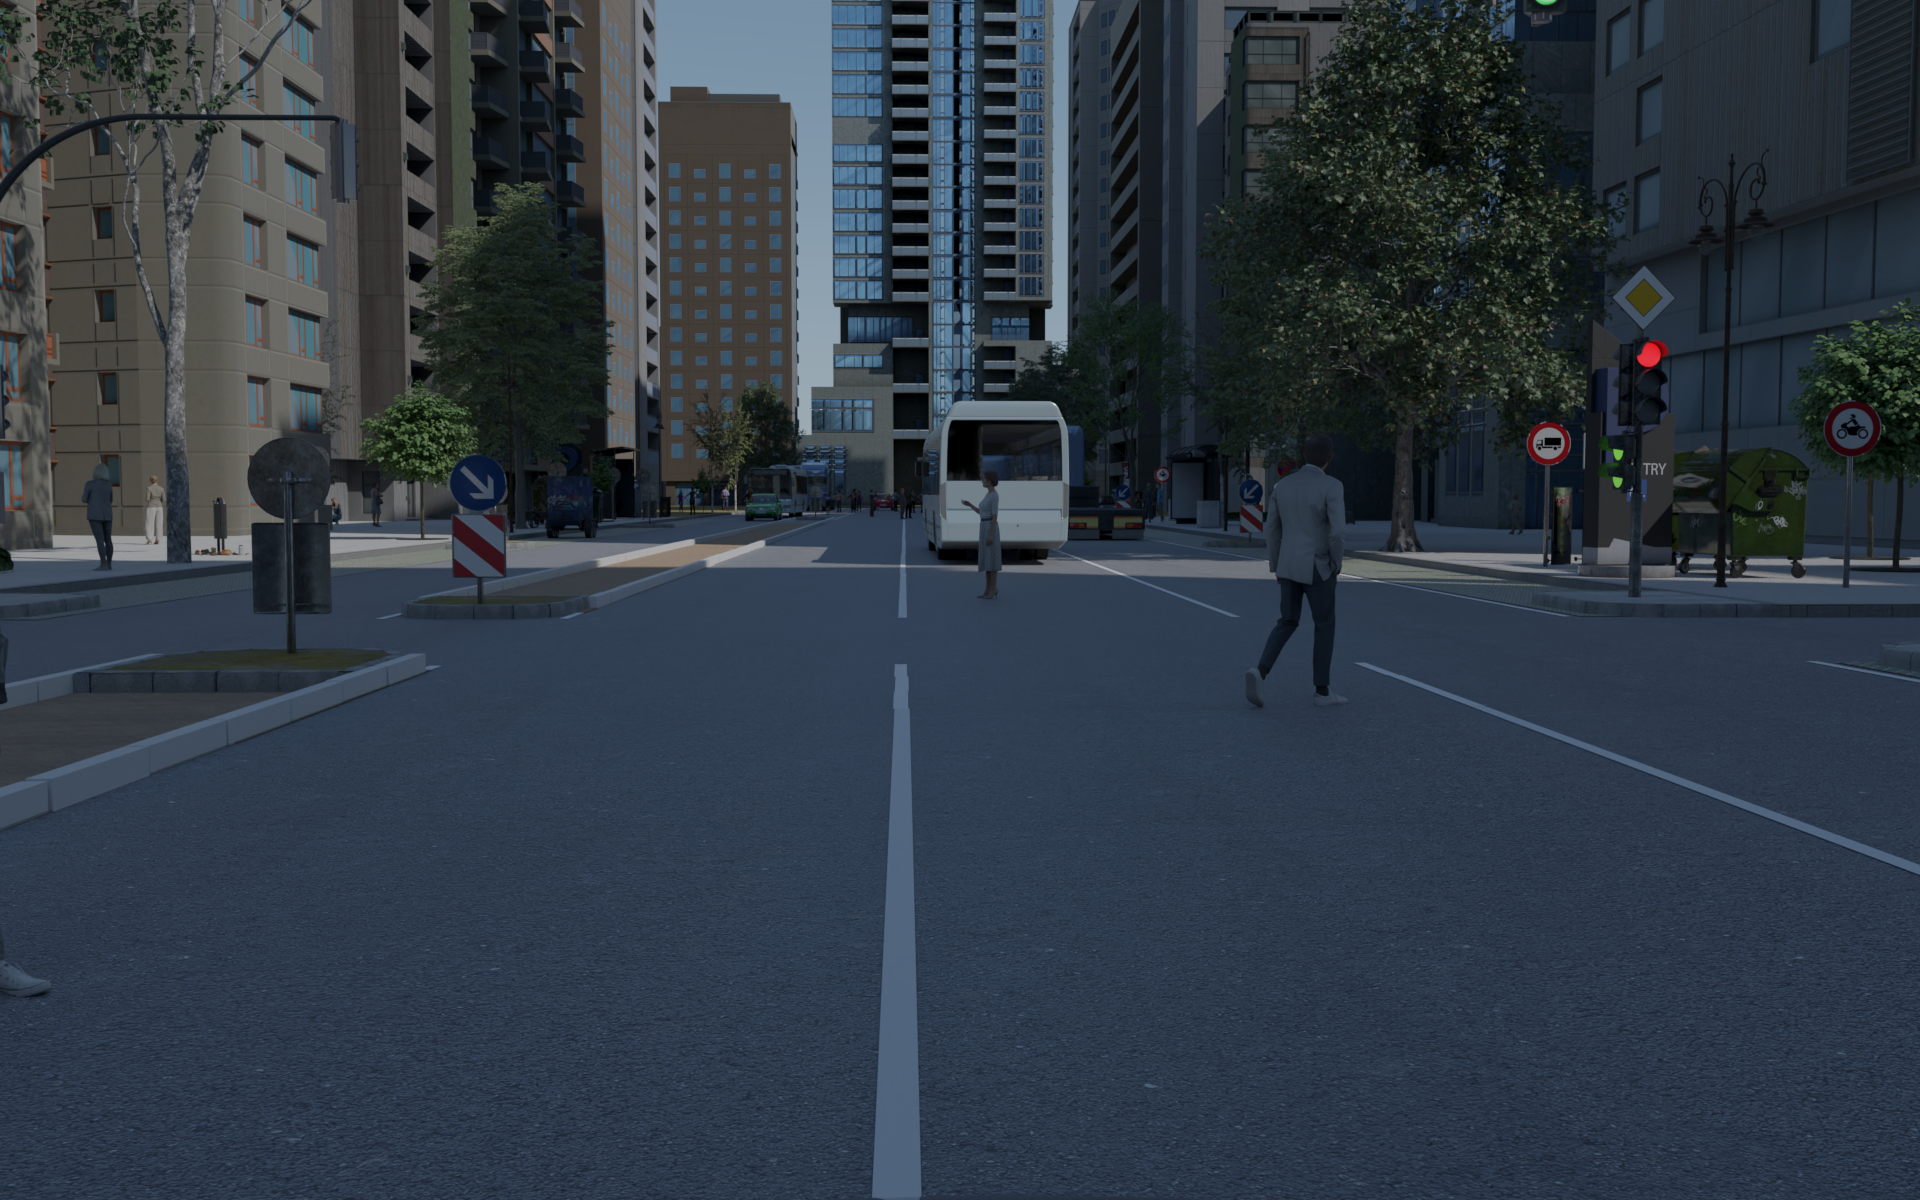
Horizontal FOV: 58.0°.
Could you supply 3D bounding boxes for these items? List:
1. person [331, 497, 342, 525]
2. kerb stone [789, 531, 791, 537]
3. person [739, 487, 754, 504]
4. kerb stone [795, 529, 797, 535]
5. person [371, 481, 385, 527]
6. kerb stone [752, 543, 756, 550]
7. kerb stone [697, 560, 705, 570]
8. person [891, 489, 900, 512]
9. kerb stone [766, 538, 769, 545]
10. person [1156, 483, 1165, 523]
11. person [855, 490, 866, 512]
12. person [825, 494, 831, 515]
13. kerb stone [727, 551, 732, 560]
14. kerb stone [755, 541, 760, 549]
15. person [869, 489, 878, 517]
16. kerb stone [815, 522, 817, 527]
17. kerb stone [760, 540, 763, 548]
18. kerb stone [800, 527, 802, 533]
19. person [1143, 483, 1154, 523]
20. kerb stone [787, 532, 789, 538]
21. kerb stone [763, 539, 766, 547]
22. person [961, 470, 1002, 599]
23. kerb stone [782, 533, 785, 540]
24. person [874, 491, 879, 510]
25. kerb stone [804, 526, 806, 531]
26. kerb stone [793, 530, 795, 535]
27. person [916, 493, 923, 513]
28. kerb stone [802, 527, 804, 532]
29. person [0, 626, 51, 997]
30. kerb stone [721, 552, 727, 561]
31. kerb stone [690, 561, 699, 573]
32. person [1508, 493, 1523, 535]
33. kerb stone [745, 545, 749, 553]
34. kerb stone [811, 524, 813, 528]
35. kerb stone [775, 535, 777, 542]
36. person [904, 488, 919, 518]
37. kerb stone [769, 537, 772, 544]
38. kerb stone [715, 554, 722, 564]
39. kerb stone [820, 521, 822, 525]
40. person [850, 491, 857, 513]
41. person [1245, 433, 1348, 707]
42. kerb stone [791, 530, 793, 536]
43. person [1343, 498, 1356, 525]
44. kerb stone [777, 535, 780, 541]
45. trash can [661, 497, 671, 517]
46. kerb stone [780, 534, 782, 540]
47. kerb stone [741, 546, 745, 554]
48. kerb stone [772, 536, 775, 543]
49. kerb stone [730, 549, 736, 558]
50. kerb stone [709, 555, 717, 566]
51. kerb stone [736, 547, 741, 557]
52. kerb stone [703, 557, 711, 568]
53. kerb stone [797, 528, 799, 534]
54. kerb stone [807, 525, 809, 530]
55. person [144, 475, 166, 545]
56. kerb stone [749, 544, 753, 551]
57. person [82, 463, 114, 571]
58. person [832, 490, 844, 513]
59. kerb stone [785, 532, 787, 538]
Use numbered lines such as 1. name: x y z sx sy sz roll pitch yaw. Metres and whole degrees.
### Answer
1. person: -26.193 -3.735 72.602 1.012 1.151 0.738 2 4 28
2. kerb stone: -5.734 -2.130 57.026 0.120 0.150 1.000 0 4 -2
3. person: -12.065 -5.587 99.803 1.348 1.831 0.705 0 4 -8
4. kerb stone: -5.834 -2.319 60.108 0.120 0.150 1.000 0 4 -2
5. person: -22.785 -3.760 67.875 0.532 1.782 0.716 -2 4 -32
6. kerb stone: -5.310 -1.308 43.705 0.120 0.150 1.000 0 4 -2
7. kerb stone: -4.946 -0.625 32.443 0.120 0.150 1.000 0 4 -2
8. person: -5.251 -8.170 142.071 0.705 1.826 1.348 -3 5 -44
9. kerb stone: -5.444 -1.563 47.810 0.120 0.150 1.000 0 4 -2
10. person: 8.896 -4.300 76.691 0.444 1.785 0.601 0 4 4
11. person: -8.056 -7.882 138.045 1.217 1.739 0.721 0 4 4
12. person: -9.048 -6.536 118.603 0.421 1.427 0.697 0 4 -3
13. kerb stone: -5.115 -0.933 37.564 0.120 0.150 1.000 0 4 -2
14. kerb stone: -5.343 -1.377 44.738 0.120 0.150 1.000 0 4 -2
15. person: -5.444 -6.140 109.687 0.742 1.727 0.445 2 4 30
16. kerb stone: -6.270 -3.132 73.426 0.120 0.150 1.000 0 4 -2
17. kerb stone: -5.373 -1.439 45.765 0.120 0.150 1.000 0 4 -2
18. kerb stone: -5.936 -2.504 63.176 0.120 0.150 1.000 0 4 -2
19. person: 8.448 -4.349 77.564 0.576 1.772 0.534 2 4 28
20. kerb stone: -5.706 -2.068 56.004 0.120 0.150 1.000 0 4 -2
21. kerb stone: -5.406 -1.504 46.786 0.120 0.150 1.000 0 4 -2
22. person: 0.314 -0.898 23.752 0.524 1.755 0.480 -1 4 -17
23. kerb stone: -5.634 -1.943 53.957 0.120 0.150 1.000 0 4 -2
24. person: -7.507 -9.043 157.067 1.217 1.743 0.721 2 4 31
25. kerb stone: -5.999 -2.626 65.221 0.120 0.150 1.000 0 4 -2
26. kerb stone: -5.809 -2.255 59.084 0.120 0.150 1.000 0 4 -2
27. person: -2.812 -7.576 132.361 1.348 1.826 0.705 1 4 16
28. kerb stone: -5.962 -2.564 64.200 0.120 0.150 1.000 0 4 -2
29. person: -2.914 0.379 4.906 0.523 1.515 0.503 2 4 33
30. kerb stone: -5.082 -0.877 36.542 0.120 0.150 1.000 0 4 -2
31. kerb stone: -4.910 -0.564 31.422 0.120 0.150 1.000 0 4 -2
32. person: 17.533 -2.714 54.685 0.475 1.303 0.640 -2 4 -35
33. kerb stone: -5.245 -1.190 41.659 0.120 0.150 1.000 0 4 -2
34. kerb stone: -6.165 -2.945 70.345 0.120 0.150 1.000 0 4 -2
35. kerb stone: -5.537 -1.755 50.888 0.120 0.150 1.000 0 4 -2
36. person: -3.032 -5.729 102.301 1.348 1.807 0.705 2 4 30
37. kerb stone: -5.481 -1.629 48.832 0.120 0.150 1.000 0 4 -2
38. kerb stone: -5.053 -0.814 35.509 0.120 0.150 1.000 0 4 -2
39. kerb stone: -6.394 -3.384 77.526 0.120 0.150 1.000 0 4 -2
40. person: -8.131 -7.501 132.603 0.593 1.643 0.415 1 4 19
41. person: 2.296 -0.201 11.641 0.795 1.843 0.661 -3 5 -39
42. kerb stone: -5.773 -2.191 58.052 0.120 0.150 1.000 0 4 -2
43. person: 16.051 -4.040 72.315 1.509 1.804 0.699 -3 5 -43
44. kerb stone: -5.571 -1.817 51.910 0.120 0.150 1.000 0 4 -2
45. trash can: -16.253 -5.128 95.493 0.748 1.137 0.748 0 3 0
46. kerb stone: -5.611 -1.880 52.932 0.120 0.150 1.000 0 4 -2
47. kerb stone: -5.216 -1.118 40.638 0.120 0.150 1.000 0 4 -2
48. kerb stone: -5.508 -1.691 49.859 0.120 0.150 1.000 0 4 -2
49. kerb stone: -5.149 -0.995 38.590 0.120 0.150 1.000 0 4 -2
50. kerb stone: -5.004 -0.749 34.487 0.120 0.150 1.000 0 4 -2
51. kerb stone: -5.179 -1.065 39.616 0.120 0.150 1.000 0 4 -2
52. kerb stone: -4.985 -0.685 33.465 0.120 0.150 1.000 0 4 -2
53. kerb stone: -5.867 -2.379 61.130 0.120 0.150 1.000 0 4 -2
54. kerb stone: -6.062 -2.756 67.277 0.120 0.150 1.000 0 4 -2
55. person: -20.474 -2.288 43.998 0.362 1.759 0.519 3 5 41
56. kerb stone: -5.270 -1.247 42.682 0.120 0.150 1.000 0 4 -2
57. person: -14.476 -1.396 29.045 0.526 1.800 0.537 3 4 38
58. person: -9.367 -7.596 133.411 1.217 1.736 0.721 2 4 35
59. kerb stone: -5.668 -2.001 54.981 0.120 0.150 1.000 0 4 -2
